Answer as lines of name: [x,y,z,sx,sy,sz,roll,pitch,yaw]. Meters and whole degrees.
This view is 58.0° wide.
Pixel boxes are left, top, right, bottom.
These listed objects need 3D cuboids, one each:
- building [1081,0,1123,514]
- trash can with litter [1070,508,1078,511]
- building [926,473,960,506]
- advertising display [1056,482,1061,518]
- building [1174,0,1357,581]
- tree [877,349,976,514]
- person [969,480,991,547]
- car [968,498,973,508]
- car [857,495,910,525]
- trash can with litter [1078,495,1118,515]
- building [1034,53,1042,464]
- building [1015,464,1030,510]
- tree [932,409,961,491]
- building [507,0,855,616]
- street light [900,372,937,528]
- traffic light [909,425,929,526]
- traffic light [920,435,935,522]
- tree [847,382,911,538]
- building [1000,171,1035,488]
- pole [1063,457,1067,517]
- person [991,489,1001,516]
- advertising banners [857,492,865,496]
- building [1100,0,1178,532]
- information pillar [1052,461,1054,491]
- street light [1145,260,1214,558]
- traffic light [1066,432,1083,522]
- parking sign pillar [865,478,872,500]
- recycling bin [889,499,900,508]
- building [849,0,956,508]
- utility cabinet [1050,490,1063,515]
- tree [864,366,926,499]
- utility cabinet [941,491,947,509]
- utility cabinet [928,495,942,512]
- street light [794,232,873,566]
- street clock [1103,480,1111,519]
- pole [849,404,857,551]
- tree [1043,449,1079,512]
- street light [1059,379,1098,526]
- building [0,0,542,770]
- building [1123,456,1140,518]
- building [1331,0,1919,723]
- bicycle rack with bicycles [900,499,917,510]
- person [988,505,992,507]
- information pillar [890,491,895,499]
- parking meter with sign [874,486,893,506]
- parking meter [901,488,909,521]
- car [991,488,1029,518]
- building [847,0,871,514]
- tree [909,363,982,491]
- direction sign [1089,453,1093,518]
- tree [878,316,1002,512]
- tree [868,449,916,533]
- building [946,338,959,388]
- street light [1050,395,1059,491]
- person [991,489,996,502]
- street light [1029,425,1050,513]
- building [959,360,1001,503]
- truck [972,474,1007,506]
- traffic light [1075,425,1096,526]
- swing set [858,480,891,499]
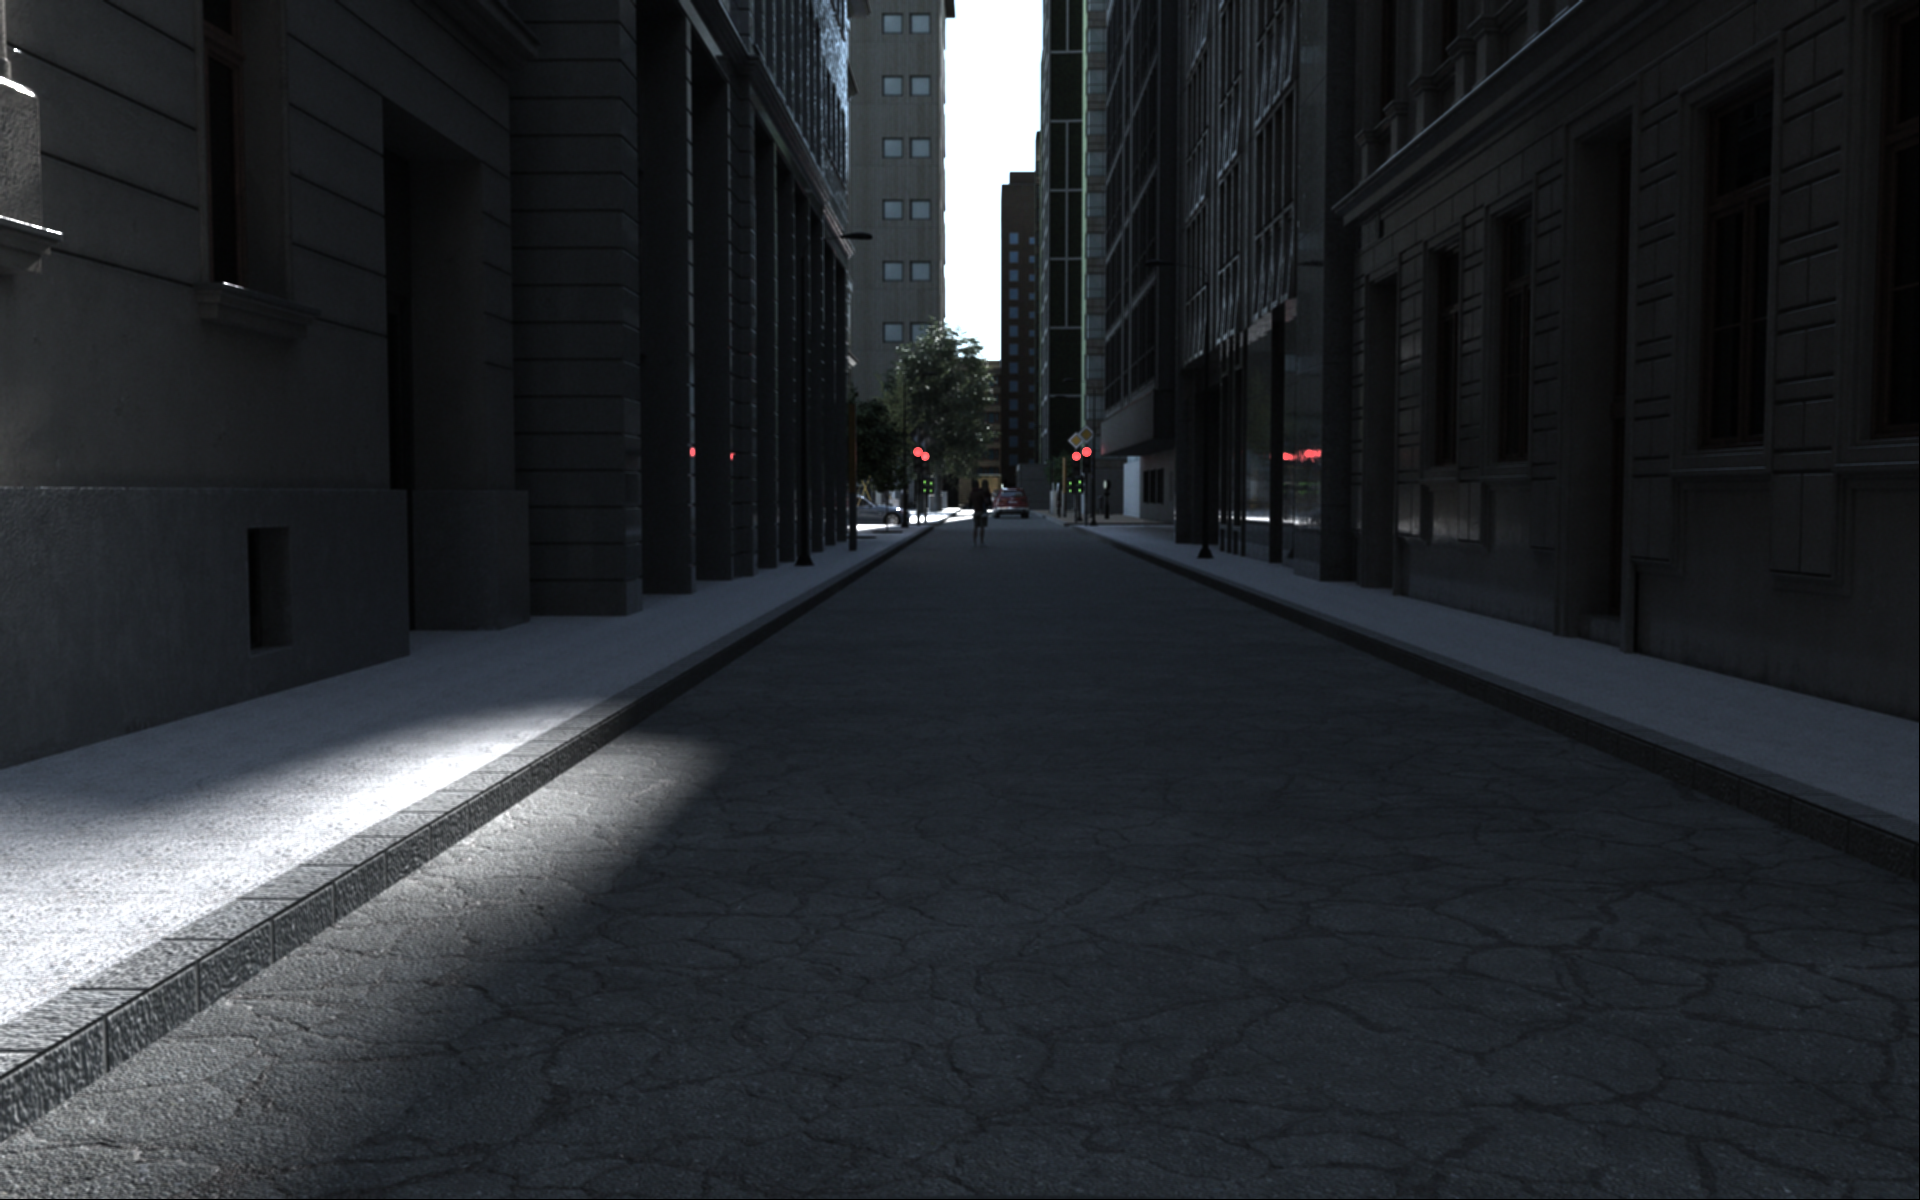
building: [15.013,-26.367,114.701,14.154,41.232,14.086,0,4,1]
trash can with litter: [9.379,-7.400,132.041,2.233,1.210,1.678,2,4,27]
building: [-10.389,-46.003,190.403,20.563,71.187,20.611,0,4,1]
advertising display: [5.420,-5.487,94.924,0.123,1.923,0.974,0,4,-5]
building: [11.443,-13.239,34.483,12.078,24.808,19.932,0,4,1]
tree: [-2.699,-10.885,112.377,8.767,10.594,7.601,3,4,37]
person: [0.572,-2.381,47.407,0.580,1.828,0.573,-1,4,-11]
car: [1.841,-10.182,178.275,2.131,1.459,4.920,0,3,0]
car: [-4.382,-3.836,74.724,4.499,1.417,2.014,0,3,0]
trash can with litter: [8.845,-5.886,107.289,1.678,1.210,2.233,-2,4,-35]
building: [14.463,-29.335,163.217,14.154,41.232,14.086,0,4,1]
building: [15.032,-43.012,141.497,20.563,71.187,20.611,0,4,1]
tree: [-1.415,-11.300,135.116,4.360,8.622,3.978,0,3,0]
building: [-8.658,-15.571,32.082,11.434,29.767,29.804,0,4,1]
street light: [-1.572,-5.726,66.169,1.470,5.913,1.316,0,4,1]
traffic light: [-1.669,-4.973,70.233,0.839,4.253,0.868,0,4,1]
traffic light: [-1.546,-5.462,78.217,0.839,4.253,0.868,0,4,1]
tree: [-3.106,-4.083,50.476,4.285,4.588,4.351,0,3,0]
building: [12.808,-36.270,243.122,14.200,45.320,14.600,0,4,1]
pole: [5.800,-6.250,96.025,0.158,3.312,0.155,0,3,0]
person: [2.375,-6.311,112.437,0.760,1.731,0.466,-3,5,-41]
advertising banners: [-8.503,-9.152,145.815,2.074,3.025,0.090,3,5,40]
building: [12.549,-16.126,57.168,14.314,27.812,24.014,0,4,1]
information pillar: [6.656,-8.095,123.708,0.183,3.616,0.504,1,4,9]
street light: [4.372,-3.791,34.517,1.470,5.913,1.316,0,4,1]
traffic light: [5.215,-5.456,78.129,0.839,4.253,0.868,0,4,1]
parking sign pillar: [-7.321,-9.183,138.612,1.447,3.967,1.447,0,4,2]
recycling bin: [-3.546,-4.782,90.747,0.722,1.027,0.722,0,4,6]
building: [-14.975,-35.309,166.533,28.713,52.752,27.495,0,4,1]
utility cabinet: [6.038,-5.998,106.753,0.318,1.500,1.173,3,5,45]
tree: [-3.982,-9.172,100.332,4.737,8.622,4.395,0,3,0]
utility cabinet: [-1.655,-8.368,145.501,1.173,1.500,0.318,0,4,4]
utility cabinet: [-1.806,-7.070,126.748,1.020,1.237,0.306,-2,4,-28]
street light: [-2.254,-3.569,30.889,1.470,5.913,1.316,0,4,1]
street clock: [7.565,-5.175,89.181,0.358,2.002,0.471,-1,4,-19]
pole: [-2.432,-2.780,39.295,0.158,3.312,0.155,0,3,0]
tree: [7.739,-8.763,126.991,4.285,4.588,4.351,0,3,0]
street light: [4.859,-5.949,69.800,1.470,5.913,1.316,0,4,1]
building: [-10.701,-13.341,5.518,14.401,28.519,23.554,0,4,1]
building: [21.912,-30.570,89.059,27.495,52.752,28.713,0,4,1]
building: [10.417,-10.881,14.060,11.583,22.565,21.152,0,4,1]
bicycle rack with bicycles: [-4.174,-7.583,137.365,2.925,0.926,2.852,1,4,9]
person: [3.181,-10.863,185.978,0.709,1.838,0.599,0,4,-4]
information pillar: [-4.134,-7.054,106.692,0.183,3.616,0.504,-2,4,-35]
parking meter with sign: [-3.602,-5.111,79.831,0.543,3.016,1.738,-2,4,-27]
parking meter: [-2.688,-4.792,84.067,0.255,1.863,0.399,-2,4,-30]
car: [3.038,-5.824,103.891,2.281,1.827,5.304,0,4,-1]
building: [-18.746,-14.032,62.704,30.059,22.955,16.112,0,4,1]
tree: [-1.213,-14.070,148.172,7.486,12.596,7.792,0,3,0]
direction sign: [7.213,-6.289,94.820,0.379,3.537,0.876,0,4,-3]
tree: [-1.548,-13.385,125.500,9.857,13.997,8.962,0,3,0]
tree: [-2.514,-3.839,57.376,1.663,3.219,1.824,0,3,0]
building: [-15.118,-22.688,215.993,28.899,21.520,27.650,0,4,1]
street light: [5.096,-6.659,81.423,1.470,5.913,1.316,0,4,1]
person: [3.063,-8.861,153.259,0.514,1.842,0.818,-1,4,-16]
street light: [5.631,-8.849,117.219,1.470,5.913,1.316,0,4,1]
building: [-8.634,-24.827,250.956,28.899,21.520,27.650,0,4,1]
truck: [2.759,-10.553,168.469,3.469,3.379,9.791,0,4,2]
traffic light: [5.091,-4.968,70.145,0.839,4.253,0.868,0,4,1]
swing set: [-7.689,-9.398,151.271,2.862,2.851,3.119,1,4,18]
